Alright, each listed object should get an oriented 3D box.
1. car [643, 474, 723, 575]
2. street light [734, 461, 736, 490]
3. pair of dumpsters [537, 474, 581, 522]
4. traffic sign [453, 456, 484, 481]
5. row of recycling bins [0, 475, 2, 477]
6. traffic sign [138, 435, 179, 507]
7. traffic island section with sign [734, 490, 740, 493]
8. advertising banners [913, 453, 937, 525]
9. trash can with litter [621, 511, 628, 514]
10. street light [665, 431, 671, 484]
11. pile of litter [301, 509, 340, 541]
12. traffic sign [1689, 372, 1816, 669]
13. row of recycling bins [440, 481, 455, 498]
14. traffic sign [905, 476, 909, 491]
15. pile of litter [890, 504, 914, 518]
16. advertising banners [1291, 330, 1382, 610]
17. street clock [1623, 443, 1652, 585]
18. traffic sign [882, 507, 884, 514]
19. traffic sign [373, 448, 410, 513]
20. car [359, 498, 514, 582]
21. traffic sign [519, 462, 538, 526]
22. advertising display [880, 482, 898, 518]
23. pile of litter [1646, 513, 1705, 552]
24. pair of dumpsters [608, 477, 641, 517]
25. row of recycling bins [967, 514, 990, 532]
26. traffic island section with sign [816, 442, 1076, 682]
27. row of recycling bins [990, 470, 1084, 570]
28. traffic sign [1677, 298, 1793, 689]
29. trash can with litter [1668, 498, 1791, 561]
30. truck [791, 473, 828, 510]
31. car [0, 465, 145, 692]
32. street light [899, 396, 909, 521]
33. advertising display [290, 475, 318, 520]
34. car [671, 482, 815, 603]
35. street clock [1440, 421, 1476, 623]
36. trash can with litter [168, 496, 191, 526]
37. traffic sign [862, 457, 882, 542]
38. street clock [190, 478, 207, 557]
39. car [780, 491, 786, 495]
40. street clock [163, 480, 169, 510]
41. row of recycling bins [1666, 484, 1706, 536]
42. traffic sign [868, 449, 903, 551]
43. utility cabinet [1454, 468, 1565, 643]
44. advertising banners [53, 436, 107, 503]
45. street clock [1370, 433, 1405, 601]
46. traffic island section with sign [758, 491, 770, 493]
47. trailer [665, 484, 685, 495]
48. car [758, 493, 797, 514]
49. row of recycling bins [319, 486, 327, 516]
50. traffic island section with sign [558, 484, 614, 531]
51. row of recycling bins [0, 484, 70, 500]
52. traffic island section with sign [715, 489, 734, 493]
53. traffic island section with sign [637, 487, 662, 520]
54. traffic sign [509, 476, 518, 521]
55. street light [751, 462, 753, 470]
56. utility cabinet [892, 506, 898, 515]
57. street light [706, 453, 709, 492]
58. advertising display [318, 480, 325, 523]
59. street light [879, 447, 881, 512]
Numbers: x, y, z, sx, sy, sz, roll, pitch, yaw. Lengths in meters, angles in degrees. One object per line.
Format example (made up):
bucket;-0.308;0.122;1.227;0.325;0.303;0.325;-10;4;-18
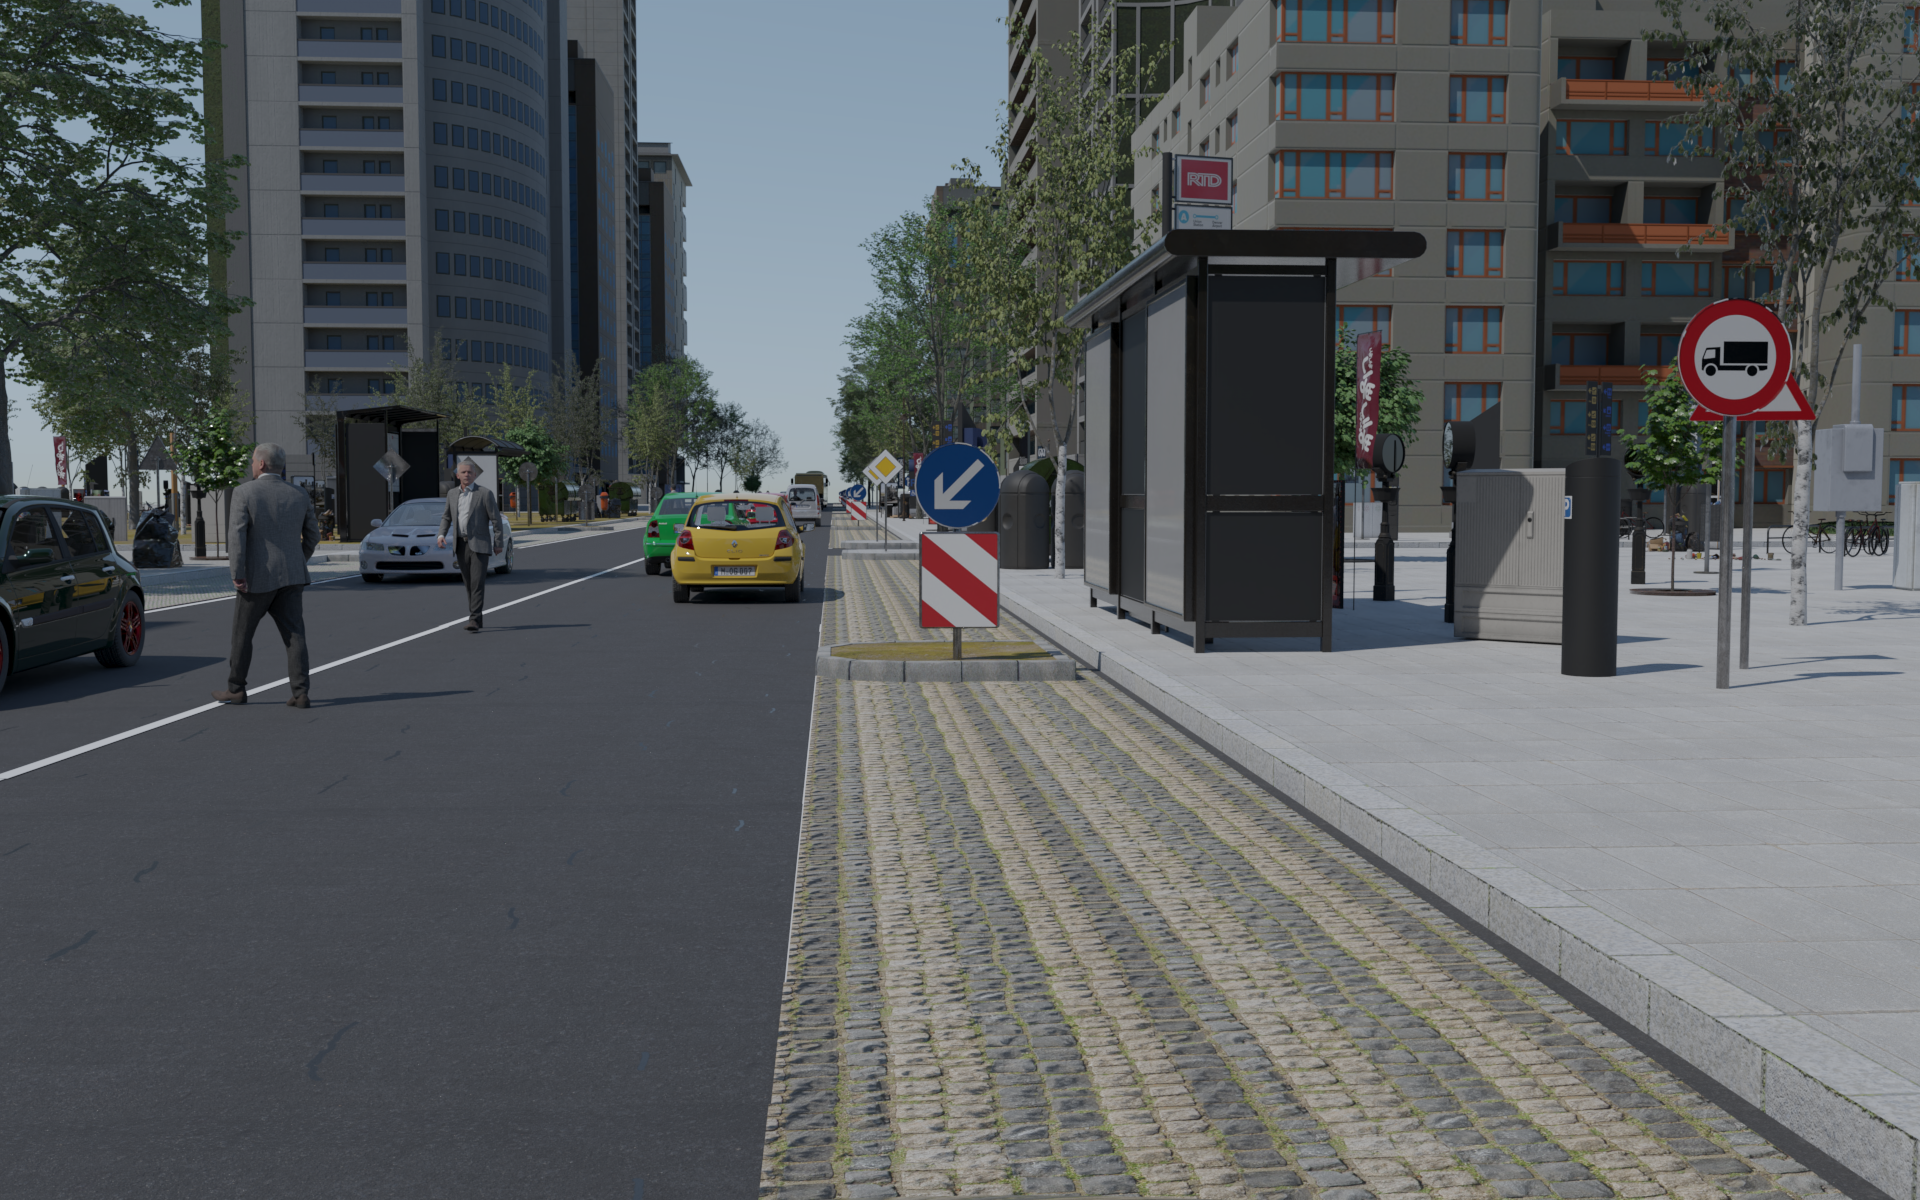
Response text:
car;-4.767;-1.425;32.092;1.959;1.807;4.718;0;4;-3
street light;-26.599;-14.213;205.163;0.468;5.910;1.993;0;4;-4
pair of dumpsters;-18.653;-4.769;80.471;1.574;2.255;4.437;0;4;-4
traffic sign;-13.003;-2.582;45.854;0.795;2.450;0.064;0;4;-4
row of recycling bins;-14.584;-1.023;23.842;3.534;1.692;1.069;1;4;18
traffic sign;-17.786;-2.350;38.429;0.884;2.594;0.081;0;4;-3
traffic island section with sign;-22.220;-10.029;172.598;1.989;1.847;2.006;0;4;-4
advertising banners;-1.096;-4.680;72.712;2.074;3.025;0.090;2;4;31
trash can with litter;-21.707;-6.080;110.794;1.055;1.170;0.624;0;4;-8
street light;-20.669;-9.163;122.608;0.468;5.910;1.993;0;4;-4
pile of litter;-17.729;-2.070;47.815;1.176;0.858;1.719;-1;4;-19
traffic sign;5.749;-0.772;12.626;0.884;2.594;0.081;0;4;5
row of recycling bins;-16.798;-3.023;56.544;1.069;1.692;3.534;-1;4;-21
traffic sign;-3.601;-7.450;121.906;0.768;2.556;0.104;0;4;-4
pile of litter;-3.070;-4.799;92.429;1.176;0.858;1.719;-1;4;-22
advertising banners;4.193;-1.426;19.508;0.090;3.025;2.074;-1;4;-16
street clock;9.656;-1.225;24.606;0.471;2.002;0.358;1;4;18
traffic sign;-4.880;-6.704;109.721;0.768;2.556;0.104;0;4;4
traffic sign;-12.425;-2.095;37.890;0.795;2.450;0.064;0;4;-4
car;-8.930;-1.068;29.828;2.083;1.381;4.827;0;4;-4
traffic sign;-17.165;-4.204;68.846;0.768;2.556;0.104;0;4;5
advertising display;-3.853;-5.432;94.030;0.974;1.923;0.123;0;4;-8
pile of litter;15.906;-1.514;38.726;1.719;0.858;1.176;1;4;12
pair of dumpsters;-19.403;-5.963;99.994;1.574;2.255;4.437;0;4;-4
row of recycling bins;1.568;-1.806;36.640;3.534;1.692;1.069;3;5;42
traffic island section with sign;-0.175;-0.332;14.062;1.989;1.847;2.006;0;4;-4
row of recycling bins;2.407;-1.405;30.083;3.534;1.692;1.069;-1;4;-18
traffic sign;5.031;-0.688;11.348;0.768;2.556;0.104;0;4;-3
trash can with litter;15.154;-1.397;33.891;2.233;1.210;1.678;2;4;31
truck;-13.669;-9.860;157.137;3.469;3.379;9.791;0;4;-5
car;-7.582;-0.192;12.922;2.009;1.686;4.222;0;4;-5
street light;-2.650;-6.666;81.780;0.468;5.910;1.993;0;4;-4
advertising display;-22.831;-3.363;60.196;0.123;1.923;0.974;2;4;27
car;-3.051;-0.861;24.294;2.015;1.641;3.980;0;4;-4
street clock;4.950;-0.775;17.240;0.358;2.002;0.471;0;4;3
trash can with litter;-31.004;-3.567;69.372;2.233;1.210;1.678;-1;4;-18
traffic sign;-2.235;-2.628;46.611;0.795;2.450;0.064;0;4;-4
street clock;-15.578;-1.890;35.467;0.358;2.002;0.471;-3;4;-36
car;-23.497;-13.741;233.343;2.281;1.827;5.304;0;4;-2
street clock;-41.378;-5.242;90.277;0.358;2.002;0.471;-2;4;-29
row of recycling bins;22.966;-2.919;54.833;1.069;1.692;3.534;1;4;12
traffic sign;-1.658;-2.141;38.647;0.795;2.450;0.064;0;4;-4
utility cabinet;4.886;-0.384;14.963;1.173;1.500;0.318;3;5;42
advertising banners;-26.382;-3.408;51.914;2.074;3.025;0.090;1;4;22
street clock;5.096;-0.990;20.763;0.471;2.002;0.358;-3;5;-41
traffic island section with sign;-26.170;-13.363;227.105;1.989;1.847;2.006;0;4;-4
trailer;-16.824;-5.811;102.057;1.471;1.999;3.904;0;4;-5
car;-7.542;-3.637;68.499;2.155;1.783;4.494;0;4;-6
row of recycling bins;-31.599;-4.850;86.405;1.069;1.692;3.534;0;4;2
traffic island section with sign;-14.633;-3.622;67.853;1.989;1.847;2.006;0;4;-4
row of recycling bins;-49.935;-5.280;93.443;3.534;1.692;1.069;-1;4;-19
traffic island section with sign;-20.272;-8.384;145.713;1.989;1.847;2.006;0;4;-4
traffic island section with sign;-16.574;-5.267;94.738;1.989;1.847;2.006;0;4;-4
traffic sign;-21.399;-5.104;83.560;0.768;2.556;0.104;0;4;1
street light;-29.287;-16.572;243.745;0.468;5.910;1.993;0;4;-4
utility cabinet;-3.567;-5.726;104.786;1.020;1.237;0.306;0;4;3
street light;-23.431;-11.489;160.626;0.468;5.910;1.993;0;4;-4
advertising display;-29.068;-4.450;77.966;0.974;1.923;0.123;-2;4;-32
street light;-5.618;-9.060;120.916;0.468;5.910;1.993;0;4;-4
